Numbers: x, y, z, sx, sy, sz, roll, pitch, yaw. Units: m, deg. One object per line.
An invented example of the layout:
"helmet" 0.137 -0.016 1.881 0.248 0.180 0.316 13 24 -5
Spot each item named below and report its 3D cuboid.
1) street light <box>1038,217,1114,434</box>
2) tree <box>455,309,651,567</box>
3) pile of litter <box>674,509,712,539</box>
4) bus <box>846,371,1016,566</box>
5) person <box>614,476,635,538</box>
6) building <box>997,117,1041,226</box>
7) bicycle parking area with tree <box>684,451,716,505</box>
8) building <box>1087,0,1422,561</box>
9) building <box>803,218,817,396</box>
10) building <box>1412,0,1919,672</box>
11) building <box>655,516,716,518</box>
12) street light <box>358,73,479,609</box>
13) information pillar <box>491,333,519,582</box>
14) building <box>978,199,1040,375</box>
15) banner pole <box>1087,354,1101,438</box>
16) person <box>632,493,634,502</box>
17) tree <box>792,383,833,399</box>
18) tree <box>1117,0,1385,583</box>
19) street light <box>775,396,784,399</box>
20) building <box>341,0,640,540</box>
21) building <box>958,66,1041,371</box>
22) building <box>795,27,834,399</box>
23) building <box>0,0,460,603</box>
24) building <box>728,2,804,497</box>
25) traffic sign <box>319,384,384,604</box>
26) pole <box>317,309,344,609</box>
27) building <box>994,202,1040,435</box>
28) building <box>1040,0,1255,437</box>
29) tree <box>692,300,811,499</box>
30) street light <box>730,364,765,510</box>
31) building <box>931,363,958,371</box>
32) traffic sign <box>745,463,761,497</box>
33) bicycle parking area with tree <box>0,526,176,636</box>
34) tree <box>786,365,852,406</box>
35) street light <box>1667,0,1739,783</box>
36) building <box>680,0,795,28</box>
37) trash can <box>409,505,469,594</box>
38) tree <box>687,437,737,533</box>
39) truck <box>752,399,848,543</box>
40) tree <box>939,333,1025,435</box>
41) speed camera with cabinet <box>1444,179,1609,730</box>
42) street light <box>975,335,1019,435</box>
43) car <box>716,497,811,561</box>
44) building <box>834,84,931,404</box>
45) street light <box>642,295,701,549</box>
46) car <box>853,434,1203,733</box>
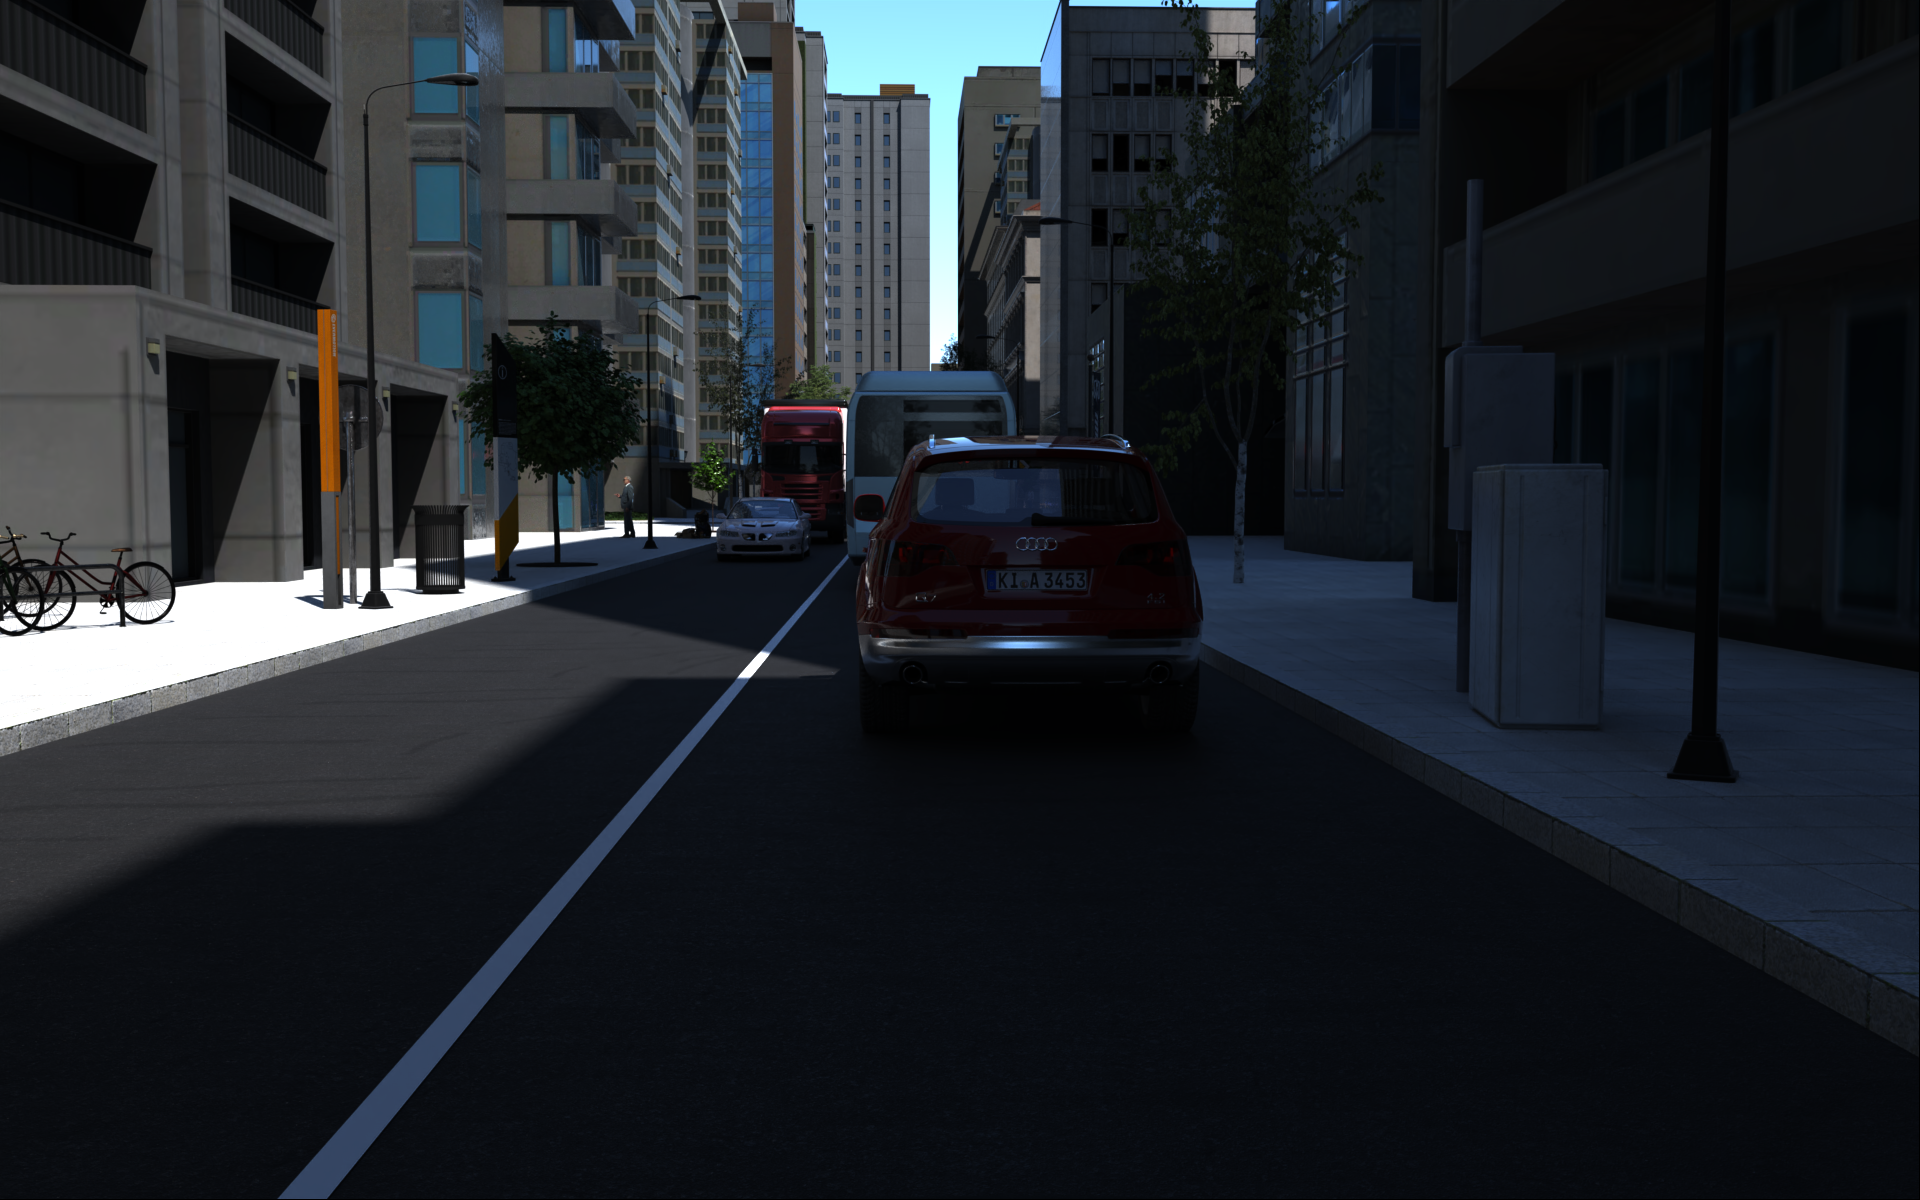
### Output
"street light" 2.016 -3.467 29.229 1.470 5.913 1.316 0 4 -2
"tree" -7.268 -2.894 31.027 4.285 4.588 4.351 0 3 0
"pile of litter" -7.761 -2.227 50.378 1.176 0.858 1.719 1 4 12
"bus" -0.495 -2.303 32.513 2.948 3.499 13.247 0 4 -1
"person" -9.821 -2.726 50.796 0.590 1.801 0.661 -1 4 -19
"building" 16.623 -29.309 171.091 32.217 40.220 23.993 0 4 -2
"bicycle parking area with tree" -20.757 -7.859 115.502 8.231 4.147 9.016 1 4 22
"building" 16.334 -44.858 46.103 22.319 86.520 31.000 0 4 -2
"building" -22.017 -24.818 177.473 14.160 30.474 14.107 0 4 -2
"building" 16.601 -23.617 9.845 21.300 48.544 21.600 0 4 -2
"building" -28.870 -24.852 98.219 32.217 40.220 23.993 0 4 -2
"street light" -6.014 -2.858 19.267 1.470 5.913 1.316 0 4 -2
"information pillar" -6.688 -2.086 25.454 0.183 3.616 0.504 1 4 22
"building" 10.145 -18.844 141.380 16.112 22.955 30.059 0 4 -2
"banner pole" 2.418 -2.522 31.253 0.401 3.779 0.863 1 4 21
"person" -14.323 -4.046 74.913 0.793 1.790 0.793 0 4 -7
"tree" -10.002 -10.113 115.712 4.737 8.622 4.395 0 3 0
"tree" 4.065 -4.564 24.979 4.737 8.622 4.395 0 3 0
"street light" -8.136 -6.611 80.626 1.470 5.913 1.316 0 4 -2
"building" -26.667 -26.707 56.263 30.456 49.044 23.786 0 4 -2
"building" 10.734 -34.864 193.731 21.300 48.544 21.600 0 4 -2
"building" -30.774 -41.303 217.297 28.212 58.520 21.231 0 4 -2
"building" -20.205 -36.086 28.261 20.563 71.187 20.611 0 4 -2
"building" -22.014 -31.336 162.450 14.600 45.320 14.200 0 4 -2
"traffic sign" -7.089 -1.227 20.167 0.768 2.556 0.104 0 4 3
"pole" -7.006 -1.555 19.268 0.158 3.312 0.155 0 3 0
"building" 8.650 -17.102 115.767 11.583 22.565 21.152 0 4 -2
"building" 14.536 -16.593 89.310 19.932 24.808 12.078 0 4 -2
"tree" -8.147 -7.066 65.889 4.360 8.622 3.978 0 3 0
"street light" -7.622 -5.456 61.740 1.470 5.913 1.316 0 4 -2
"building" 10.169 -25.210 257.225 28.899 21.520 27.650 0 4 -2
"traffic sign" -8.473 -4.349 71.212 0.768 2.556 0.104 0 4 6
"bicycle parking area with tree" -12.639 -1.727 15.242 8.231 4.147 9.016 3 4 39
"tree" -12.466 -14.268 151.410 7.486 12.596 7.792 0 3 0
"street light" 2.832 -2.149 7.671 1.470 5.913 1.316 0 4 -2
"building" -26.611 -46.187 193.410 20.563 71.187 20.611 0 4 -2
"trash can" -6.699 -0.652 22.313 0.748 1.137 0.748 0 3 0
"tree" -8.200 -3.888 58.167 1.663 3.219 1.824 0 3 0
"truck" -4.673 -3.954 53.554 2.839 4.237 11.283 0 4 -3
"tree" 0.417 -10.171 100.713 7.601 10.594 8.767 1 4 8
"speed camera with cabinet" 3.340 -0.976 10.301 0.660 3.252 2.038 0 4 8
"street light" 1.153 -4.779 50.683 1.470 5.913 1.316 0 4 -2
"car" -4.333 -1.607 38.629 2.083 1.381 4.827 0 4 -2
"building" -18.546 -43.416 251.855 28.212 58.520 21.231 0 4 -2
"street light" -6.732 -4.158 40.521 1.470 5.913 1.316 0 4 -2
"car" 0.378 -0.200 11.948 2.281 1.827 5.304 0 4 -1
